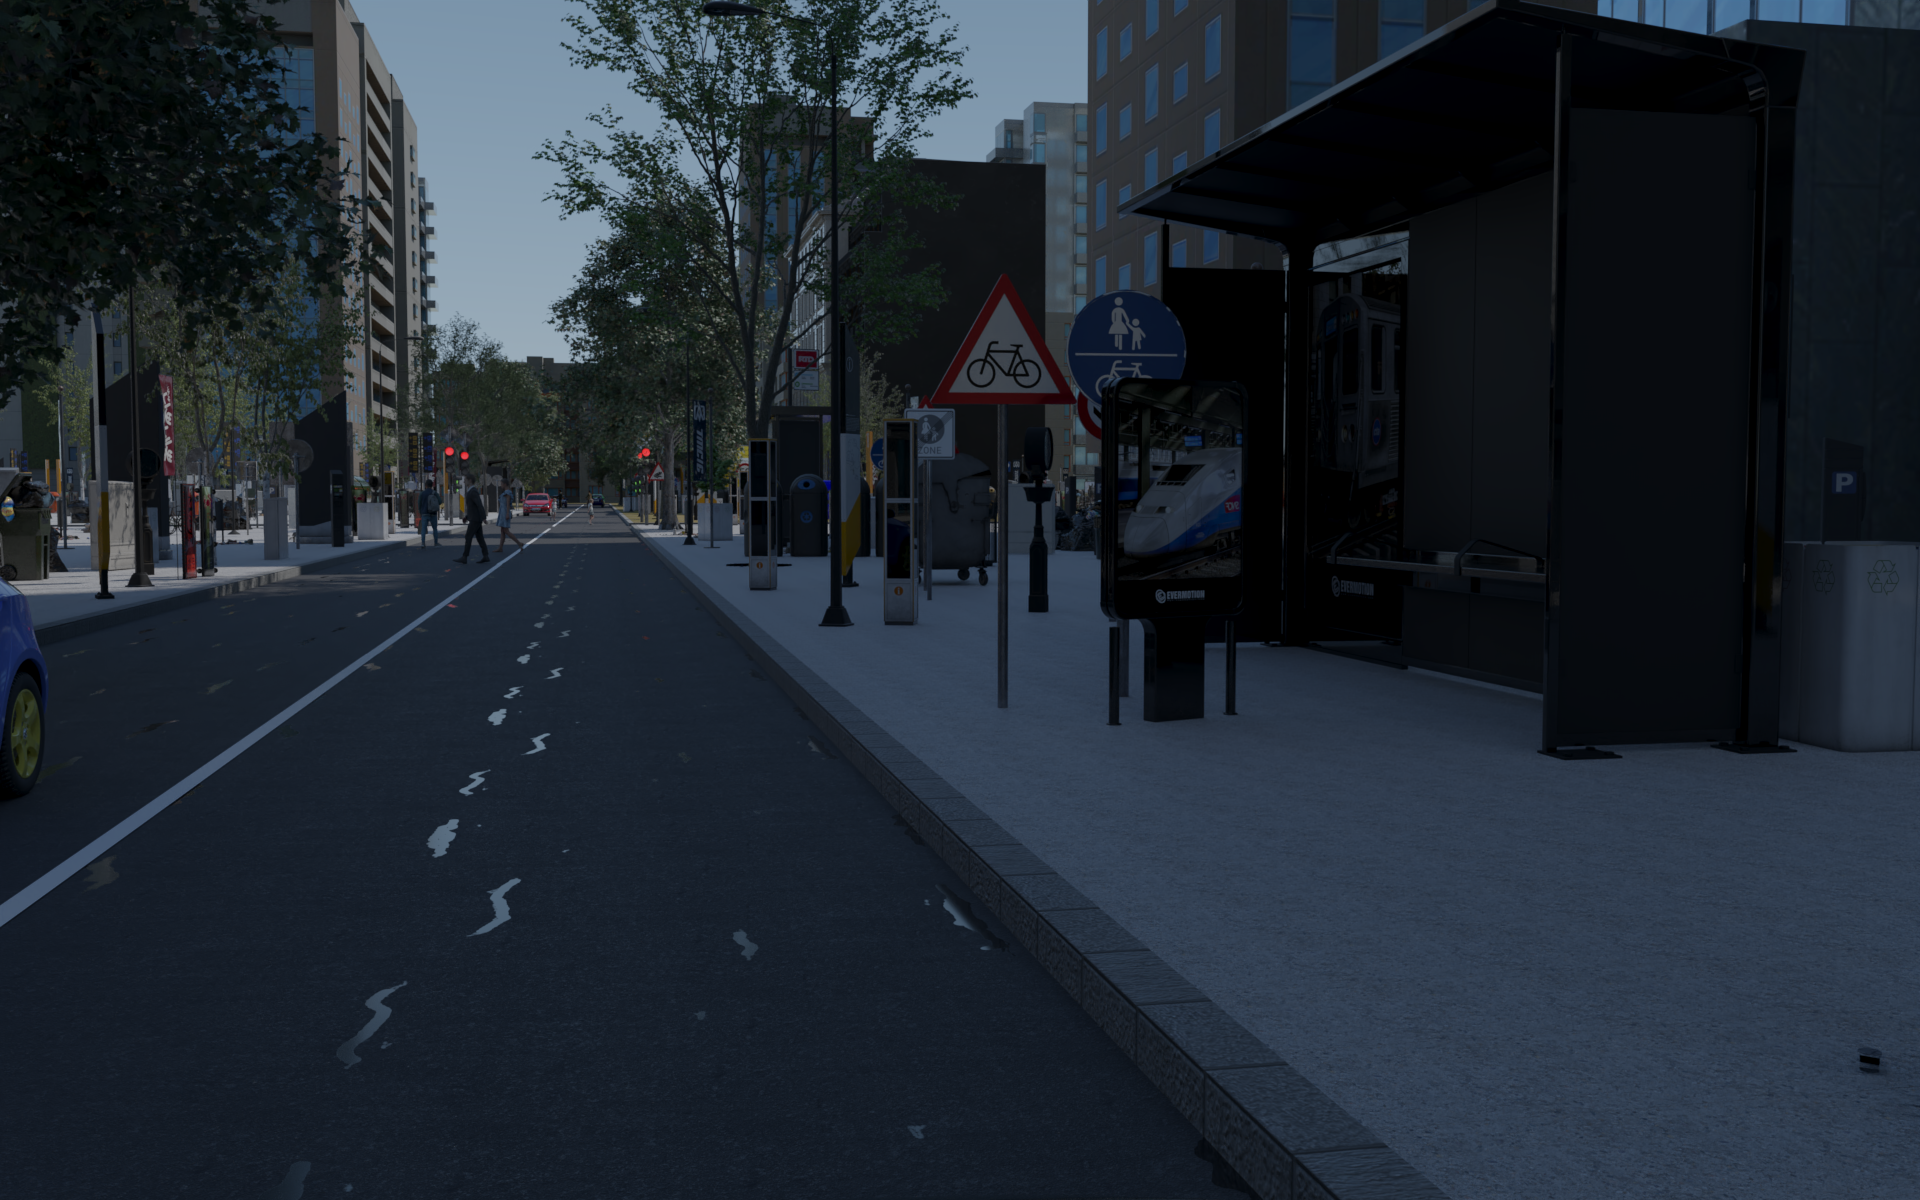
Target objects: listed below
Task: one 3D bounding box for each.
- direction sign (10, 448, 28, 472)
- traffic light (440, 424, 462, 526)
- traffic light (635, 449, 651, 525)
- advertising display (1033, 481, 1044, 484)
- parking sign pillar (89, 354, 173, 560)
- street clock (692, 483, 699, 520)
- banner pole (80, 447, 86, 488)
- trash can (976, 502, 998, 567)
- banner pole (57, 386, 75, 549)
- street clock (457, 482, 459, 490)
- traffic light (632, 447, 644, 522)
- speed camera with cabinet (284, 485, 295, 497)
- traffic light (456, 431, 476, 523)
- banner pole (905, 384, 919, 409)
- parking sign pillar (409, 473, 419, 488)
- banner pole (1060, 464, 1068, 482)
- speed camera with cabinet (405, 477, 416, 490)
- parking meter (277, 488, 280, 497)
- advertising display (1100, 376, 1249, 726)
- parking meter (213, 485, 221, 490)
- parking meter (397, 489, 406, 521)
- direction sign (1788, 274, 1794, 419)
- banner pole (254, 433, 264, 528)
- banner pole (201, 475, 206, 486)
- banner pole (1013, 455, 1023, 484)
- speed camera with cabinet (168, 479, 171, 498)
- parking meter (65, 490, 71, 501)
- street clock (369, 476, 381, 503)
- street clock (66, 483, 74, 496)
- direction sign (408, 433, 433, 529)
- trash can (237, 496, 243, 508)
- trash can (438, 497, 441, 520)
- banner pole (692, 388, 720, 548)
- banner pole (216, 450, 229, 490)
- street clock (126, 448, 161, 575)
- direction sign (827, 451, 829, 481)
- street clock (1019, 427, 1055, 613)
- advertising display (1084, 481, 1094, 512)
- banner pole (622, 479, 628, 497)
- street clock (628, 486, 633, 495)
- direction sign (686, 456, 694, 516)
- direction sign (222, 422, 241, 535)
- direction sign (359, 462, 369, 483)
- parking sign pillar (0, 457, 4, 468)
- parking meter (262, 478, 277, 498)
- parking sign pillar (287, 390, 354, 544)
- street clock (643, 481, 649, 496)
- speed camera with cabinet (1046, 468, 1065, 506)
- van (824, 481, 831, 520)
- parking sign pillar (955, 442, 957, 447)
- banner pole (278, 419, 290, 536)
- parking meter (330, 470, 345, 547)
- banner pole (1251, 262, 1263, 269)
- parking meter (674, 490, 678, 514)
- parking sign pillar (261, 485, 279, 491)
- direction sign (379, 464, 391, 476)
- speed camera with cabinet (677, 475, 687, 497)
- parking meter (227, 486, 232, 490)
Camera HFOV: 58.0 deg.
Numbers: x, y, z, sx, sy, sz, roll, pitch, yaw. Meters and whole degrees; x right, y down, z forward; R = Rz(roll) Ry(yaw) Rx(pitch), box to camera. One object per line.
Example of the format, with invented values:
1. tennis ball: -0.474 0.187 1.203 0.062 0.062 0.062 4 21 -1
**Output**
1. direction sign: -49.436 -6.062 91.115 0.876 3.537 0.379 0 4 3
2. traffic light: -20.346 -4.912 69.229 0.839 4.253 0.868 -1 4 -12
3. traffic light: -12.849 -5.008 70.803 0.839 4.253 0.868 -1 4 -12
4. advertising display: 2.582 -3.374 60.380 0.123 1.923 0.974 -2 4 -34
5. parking sign pillar: -16.121 -2.761 33.622 1.447 3.967 1.447 0 4 -4
6. street clock: -12.866 -4.887 84.471 0.358 2.002 0.471 1 4 20
7. banner pole: -45.379 -6.091 89.613 0.863 3.779 0.401 3 5 41
8. trash can: 0.360 -1.171 30.800 0.748 1.137 0.748 0 3 0
9. banner pole: -20.942 -3.081 40.392 0.401 3.779 0.863 -2 4 -32
10. street clock: -30.142 -6.088 104.107 0.358 2.002 0.471 -2 4 -31
11. traffic light: -14.479 -5.486 78.620 0.839 4.253 0.868 -1 4 -12
12. speed camera with cabinet: -24.904 -4.413 66.493 2.038 3.252 0.660 -2 4 -33
13. traffic light: -21.976 -5.390 77.046 0.839 4.253 0.868 -1 4 -12
14. banner pole: -1.091 -3.018 39.365 0.401 3.779 0.863 -2 4 -23
15. parking sign pillar: -41.315 -8.738 131.332 1.447 3.967 1.447 0 4 3
16. banner pole: 8.671 -9.467 144.805 0.863 3.779 0.401 1 4 9
17. speed camera with cabinet: -39.934 -8.177 128.022 2.038 3.252 0.660 -2 4 -32
18. parking meter: -29.688 -4.091 75.293 0.372 1.533 0.369 0 3 0
19. advertising display: 1.218 -0.281 9.802 0.974 1.923 0.123 -2 4 -32
20. parking meter: -46.658 -6.305 108.802 0.255 1.863 0.399 3 4 36
21. parking meter: -26.315 -4.478 81.632 0.372 1.533 0.369 0 3 0
22. direction sign: 8.164 -1.594 18.060 0.876 3.537 0.379 1 4 17
23. banner pole: -26.090 -4.554 64.467 0.863 3.779 0.401 3 5 42
24. banner pole: -45.631 -7.010 104.633 0.863 3.779 0.401 0 4 -3
25. banner pole: 3.786 -7.418 111.298 0.863 3.779 0.401 1 4 11
26. speed camera with cabinet: -48.909 -6.773 105.079 2.038 3.252 0.660 1 4 19
27. parking meter: -53.975 -5.897 104.834 0.372 1.533 0.369 0 3 0
28. street clock: -23.140 -3.918 68.631 0.471 2.002 0.358 1 4 22
29. street clock: -57.291 -6.542 111.529 0.471 2.002 0.358 2 4 26
30. direction sign: -19.867 -4.396 63.870 0.876 3.537 0.379 0 4 -1
31. trash can: -52.913 -7.090 127.581 0.748 1.137 0.748 0 3 0
32. trash can: -24.444 -4.197 80.272 0.748 1.137 0.748 0 3 0
33. banner pole: -6.011 -3.104 40.771 0.401 3.779 0.863 2 4 34
34. banner pole: -42.319 -6.682 99.262 0.863 3.779 0.401 0 4 2
35. street clock: -12.881 -1.394 27.370 0.471 2.002 0.358 -3 5 -41
36. direction sign: -6.910 -6.050 90.906 0.379 3.537 0.876 -1 4 -10
37. street clock: 0.854 -0.869 18.778 0.358 2.002 0.471 1 4 15
38. advertising display: 6.388 -4.834 84.241 0.123 1.923 0.974 -2 4 -34
39. banner pole: -28.994 -9.788 150.052 0.401 3.779 0.863 2 4 31
40. street clock: -27.692 -8.629 145.650 0.471 2.002 0.358 3 5 45
41. direction sign: -15.879 -6.796 103.110 0.876 3.537 0.379 0 4 -7
42. direction sign: -22.998 -3.838 54.754 0.379 3.537 0.876 1 4 11
43. direction sign: -42.421 -8.033 123.340 0.379 3.537 0.876 2 4 24
44. parking sign pillar: -70.297 -8.417 126.089 1.447 3.967 1.447 -2 4 -29
45. parking meter: -23.163 -3.206 58.128 0.255 1.863 0.399 3 5 42
46. parking sign pillar: -16.560 -3.458 45.018 1.447 3.967 1.447 0 4 -7
47. street clock: -17.241 -5.544 95.212 0.358 2.002 0.471 0 4 -2
48. speed camera with cabinet: 6.251 -7.264 113.108 2.038 3.252 0.660 -1 4 -18
49. van: -6.277 -4.426 76.753 5.245 2.365 2.240 -1 4 -13
50. parking sign pillar: -0.379 -6.200 89.839 1.447 3.967 1.447 -2 4 -26
51. banner pole: -20.650 -3.824 52.534 0.401 3.779 0.863 -3 5 -39
52. parking meter: -15.069 -2.214 41.912 0.255 1.863 0.399 -2 4 -28
53. banner pole: 2.985 -1.758 18.768 0.863 3.779 0.401 -1 4 -14
54. parking meter: -18.532 -6.385 112.803 0.372 1.533 0.369 0 3 0
55. parking sign pillar: -41.342 -7.160 105.539 1.447 3.967 1.447 1 4 10
56. direction sign: -43.843 -8.567 132.060 0.876 3.537 0.379 -2 4 -32
57. speed camera with cabinet: -19.155 -7.912 123.691 2.038 3.252 0.660 -2 4 -33
58. parking meter: -49.808 -6.884 118.269 0.399 1.863 0.255 0 4 7
